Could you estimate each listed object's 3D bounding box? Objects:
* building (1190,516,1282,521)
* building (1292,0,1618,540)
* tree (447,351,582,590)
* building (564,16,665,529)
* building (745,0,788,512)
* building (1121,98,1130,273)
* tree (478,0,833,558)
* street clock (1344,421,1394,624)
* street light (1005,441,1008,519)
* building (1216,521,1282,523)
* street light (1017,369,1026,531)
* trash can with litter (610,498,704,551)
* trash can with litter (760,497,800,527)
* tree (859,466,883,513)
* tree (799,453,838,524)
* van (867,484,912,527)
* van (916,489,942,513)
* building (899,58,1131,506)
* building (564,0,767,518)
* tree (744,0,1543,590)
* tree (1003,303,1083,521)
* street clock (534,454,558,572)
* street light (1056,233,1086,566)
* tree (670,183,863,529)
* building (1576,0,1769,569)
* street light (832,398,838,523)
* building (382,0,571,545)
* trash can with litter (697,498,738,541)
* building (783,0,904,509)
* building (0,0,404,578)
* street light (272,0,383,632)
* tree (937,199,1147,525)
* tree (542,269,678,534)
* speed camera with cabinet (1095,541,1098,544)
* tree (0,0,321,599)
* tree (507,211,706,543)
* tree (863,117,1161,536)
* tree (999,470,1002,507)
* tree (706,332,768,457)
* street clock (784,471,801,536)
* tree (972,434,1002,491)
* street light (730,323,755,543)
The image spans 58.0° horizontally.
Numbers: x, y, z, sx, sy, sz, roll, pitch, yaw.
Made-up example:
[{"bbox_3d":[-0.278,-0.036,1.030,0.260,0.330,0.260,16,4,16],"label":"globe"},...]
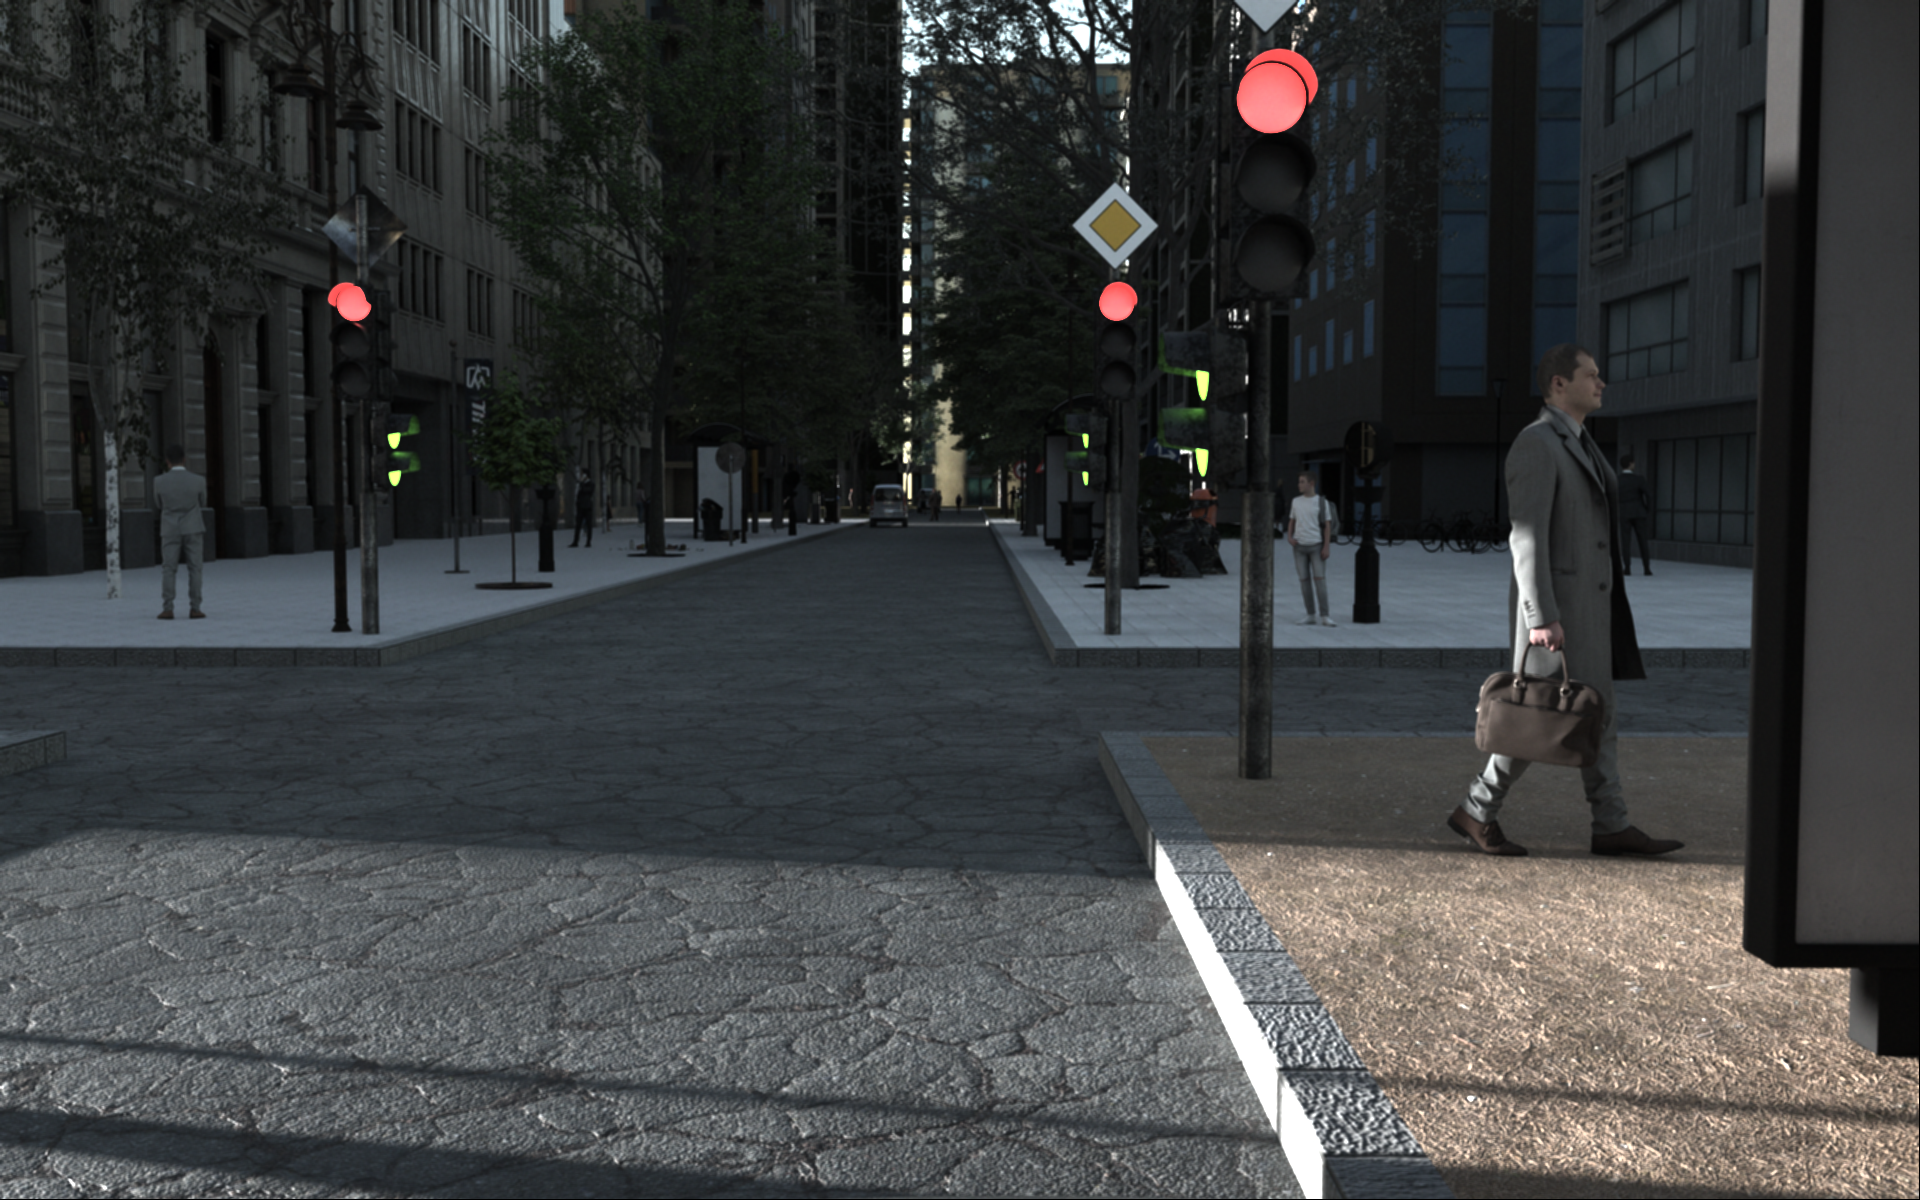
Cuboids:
[{"bbox_3d":[20.943,-40.606,102.166,20.563,71.187,20.611,0,4,0],"label":"building"},{"bbox_3d":[18.525,-24.667,53.415,14.600,45.320,14.200,0,4,0],"label":"building"},{"bbox_3d":[-6.058,-1.768,23.505,1.663,3.219,1.824,0,3,0],"label":"tree"},{"bbox_3d":[-18.986,-13.271,71.728,10.420,20.320,16.860,0,4,0],"label":"building"},{"bbox_3d":[-20.382,-29.158,126.847,14.600,45.320,14.200,0,4,0],"label":"building"},{"bbox_3d":[26.843,-27.778,146.045,32.217,40.220,23.993,0,4,0],"label":"building"},{"bbox_3d":[-6.080,-6.696,35.238,9.928,11.665,9.643,0,3,0],"label":"tree"},{"bbox_3d":[4.052,-0.773,17.210,0.358,2.002,0.471,-2,4,-32],"label":"street clock"},{"bbox_3d":[2.435,-7.200,90.511,0.468,5.910,1.993,0,4,0],"label":"street light"},{"bbox_3d":[20.932,-39.126,77.966,20.563,71.187,20.611,0,4,0],"label":"building"},{"bbox_3d":[2.182,-5.380,60.743,0.468,5.910,1.993,0,4,0],"label":"street light"},{"bbox_3d":[-6.839,-1.748,39.632,2.233,1.210,1.678,3,4,39],"label":"trash can with litter"},{"bbox_3d":[-7.050,-3.452,67.494,1.678,1.210,2.233,-1,4,-12],"label":"trash can with litter"},{"bbox_3d":[-6.202,-7.648,119.638,1.663,3.219,1.824,0,3,0],"label":"tree"},{"bbox_3d":[-5.959,-4.820,73.412,1.663,3.219,1.824,0,3,0],"label":"tree"},{"bbox_3d":[-3.120,-4.233,76.220,2.013,2.044,4.112,0,4,-1],"label":"van"},{"bbox_3d":[-2.413,-7.740,133.568,2.013,2.044,4.112,0,4,2],"label":"van"},{"bbox_3d":[8.622,-35.072,193.037,30.456,49.044,23.786,0,4,0],"label":"building"},{"bbox_3d":[-23.638,-27.541,104.919,22.147,44.769,28.867,0,4,0],"label":"building"},{"bbox_3d":[2.418,-6.907,23.298,12.009,13.543,11.850,0,3,0],"label":"tree"},{"bbox_3d":[3.392,-9.608,82.840,9.928,11.665,9.643,0,3,0],"label":"tree"},{"bbox_3d":[-6.825,-1.466,28.533,0.358,2.002,0.471,-3,5,-44],"label":"street clock"},{"bbox_3d":[1.975,-3.560,30.986,0.468,5.910,1.993,0,4,0],"label":"street light"},{"bbox_3d":[-7.165,-8.904,63.703,7.486,12.596,7.792,0,3,0],"label":"tree"},{"bbox_3d":[19.518,-21.054,27.829,14.086,41.232,14.154,0,4,0],"label":"building"},{"bbox_3d":[-5.435,-6.301,75.801,0.468,5.910,1.993,0,4,0],"label":"street light"},{"bbox_3d":[-20.315,-14.358,52.774,12.078,24.808,19.932,0,4,0],"label":"building"},{"bbox_3d":[-6.612,-2.195,47.275,0.624,1.170,1.055,3,5,44],"label":"trash can with litter"},{"bbox_3d":[-16.920,-46.053,191.222,20.611,71.187,20.563,0,4,0],"label":"building"},{"bbox_3d":[-18.917,-12.479,32.904,11.050,23.489,19.941,0,4,0],"label":"building"},{"bbox_3d":[-5.777,-2.643,16.002,0.468,5.910,1.993,0,4,0],"label":"street light"},{"bbox_3d":[3.423,-10.125,72.205,9.857,13.997,8.962,0,3,0],"label":"tree"},{"bbox_3d":[-11.271,-6.454,55.884,4.360,8.622,3.978,0,3,0],"label":"tree"},{"bbox_3d":[3.486,-2.971,42.919,0.660,3.252,2.038,0,4,-3],"label":"speed camera with cabinet"},{"bbox_3d":[-10.159,-4.326,21.100,4.360,8.622,3.978,0,3,0],"label":"tree"},{"bbox_3d":[-10.042,-5.837,45.794,4.737,8.622,4.395,0,3,0],"label":"tree"},{"bbox_3d":[2.185,-8.232,52.714,7.486,12.596,7.792,0,3,0],"label":"tree"},{"bbox_3d":[4.929,-19.168,169.288,12.611,20.169,13.585,0,3,0],"label":"tree"},{"bbox_3d":[-10.030,-7.563,74.014,4.737,8.622,4.395,0,3,0],"label":"tree"},{"bbox_3d":[-5.194,-3.002,53.650,0.471,2.002,0.358,-2,4,-32],"label":"street clock"},{"bbox_3d":[2.795,-10.541,122.700,4.360,8.622,3.978,0,3,0],"label":"tree"},{"bbox_3d":[-5.659,-4.425,45.143,0.468,5.910,1.993,0,4,0],"label":"street light"}]
